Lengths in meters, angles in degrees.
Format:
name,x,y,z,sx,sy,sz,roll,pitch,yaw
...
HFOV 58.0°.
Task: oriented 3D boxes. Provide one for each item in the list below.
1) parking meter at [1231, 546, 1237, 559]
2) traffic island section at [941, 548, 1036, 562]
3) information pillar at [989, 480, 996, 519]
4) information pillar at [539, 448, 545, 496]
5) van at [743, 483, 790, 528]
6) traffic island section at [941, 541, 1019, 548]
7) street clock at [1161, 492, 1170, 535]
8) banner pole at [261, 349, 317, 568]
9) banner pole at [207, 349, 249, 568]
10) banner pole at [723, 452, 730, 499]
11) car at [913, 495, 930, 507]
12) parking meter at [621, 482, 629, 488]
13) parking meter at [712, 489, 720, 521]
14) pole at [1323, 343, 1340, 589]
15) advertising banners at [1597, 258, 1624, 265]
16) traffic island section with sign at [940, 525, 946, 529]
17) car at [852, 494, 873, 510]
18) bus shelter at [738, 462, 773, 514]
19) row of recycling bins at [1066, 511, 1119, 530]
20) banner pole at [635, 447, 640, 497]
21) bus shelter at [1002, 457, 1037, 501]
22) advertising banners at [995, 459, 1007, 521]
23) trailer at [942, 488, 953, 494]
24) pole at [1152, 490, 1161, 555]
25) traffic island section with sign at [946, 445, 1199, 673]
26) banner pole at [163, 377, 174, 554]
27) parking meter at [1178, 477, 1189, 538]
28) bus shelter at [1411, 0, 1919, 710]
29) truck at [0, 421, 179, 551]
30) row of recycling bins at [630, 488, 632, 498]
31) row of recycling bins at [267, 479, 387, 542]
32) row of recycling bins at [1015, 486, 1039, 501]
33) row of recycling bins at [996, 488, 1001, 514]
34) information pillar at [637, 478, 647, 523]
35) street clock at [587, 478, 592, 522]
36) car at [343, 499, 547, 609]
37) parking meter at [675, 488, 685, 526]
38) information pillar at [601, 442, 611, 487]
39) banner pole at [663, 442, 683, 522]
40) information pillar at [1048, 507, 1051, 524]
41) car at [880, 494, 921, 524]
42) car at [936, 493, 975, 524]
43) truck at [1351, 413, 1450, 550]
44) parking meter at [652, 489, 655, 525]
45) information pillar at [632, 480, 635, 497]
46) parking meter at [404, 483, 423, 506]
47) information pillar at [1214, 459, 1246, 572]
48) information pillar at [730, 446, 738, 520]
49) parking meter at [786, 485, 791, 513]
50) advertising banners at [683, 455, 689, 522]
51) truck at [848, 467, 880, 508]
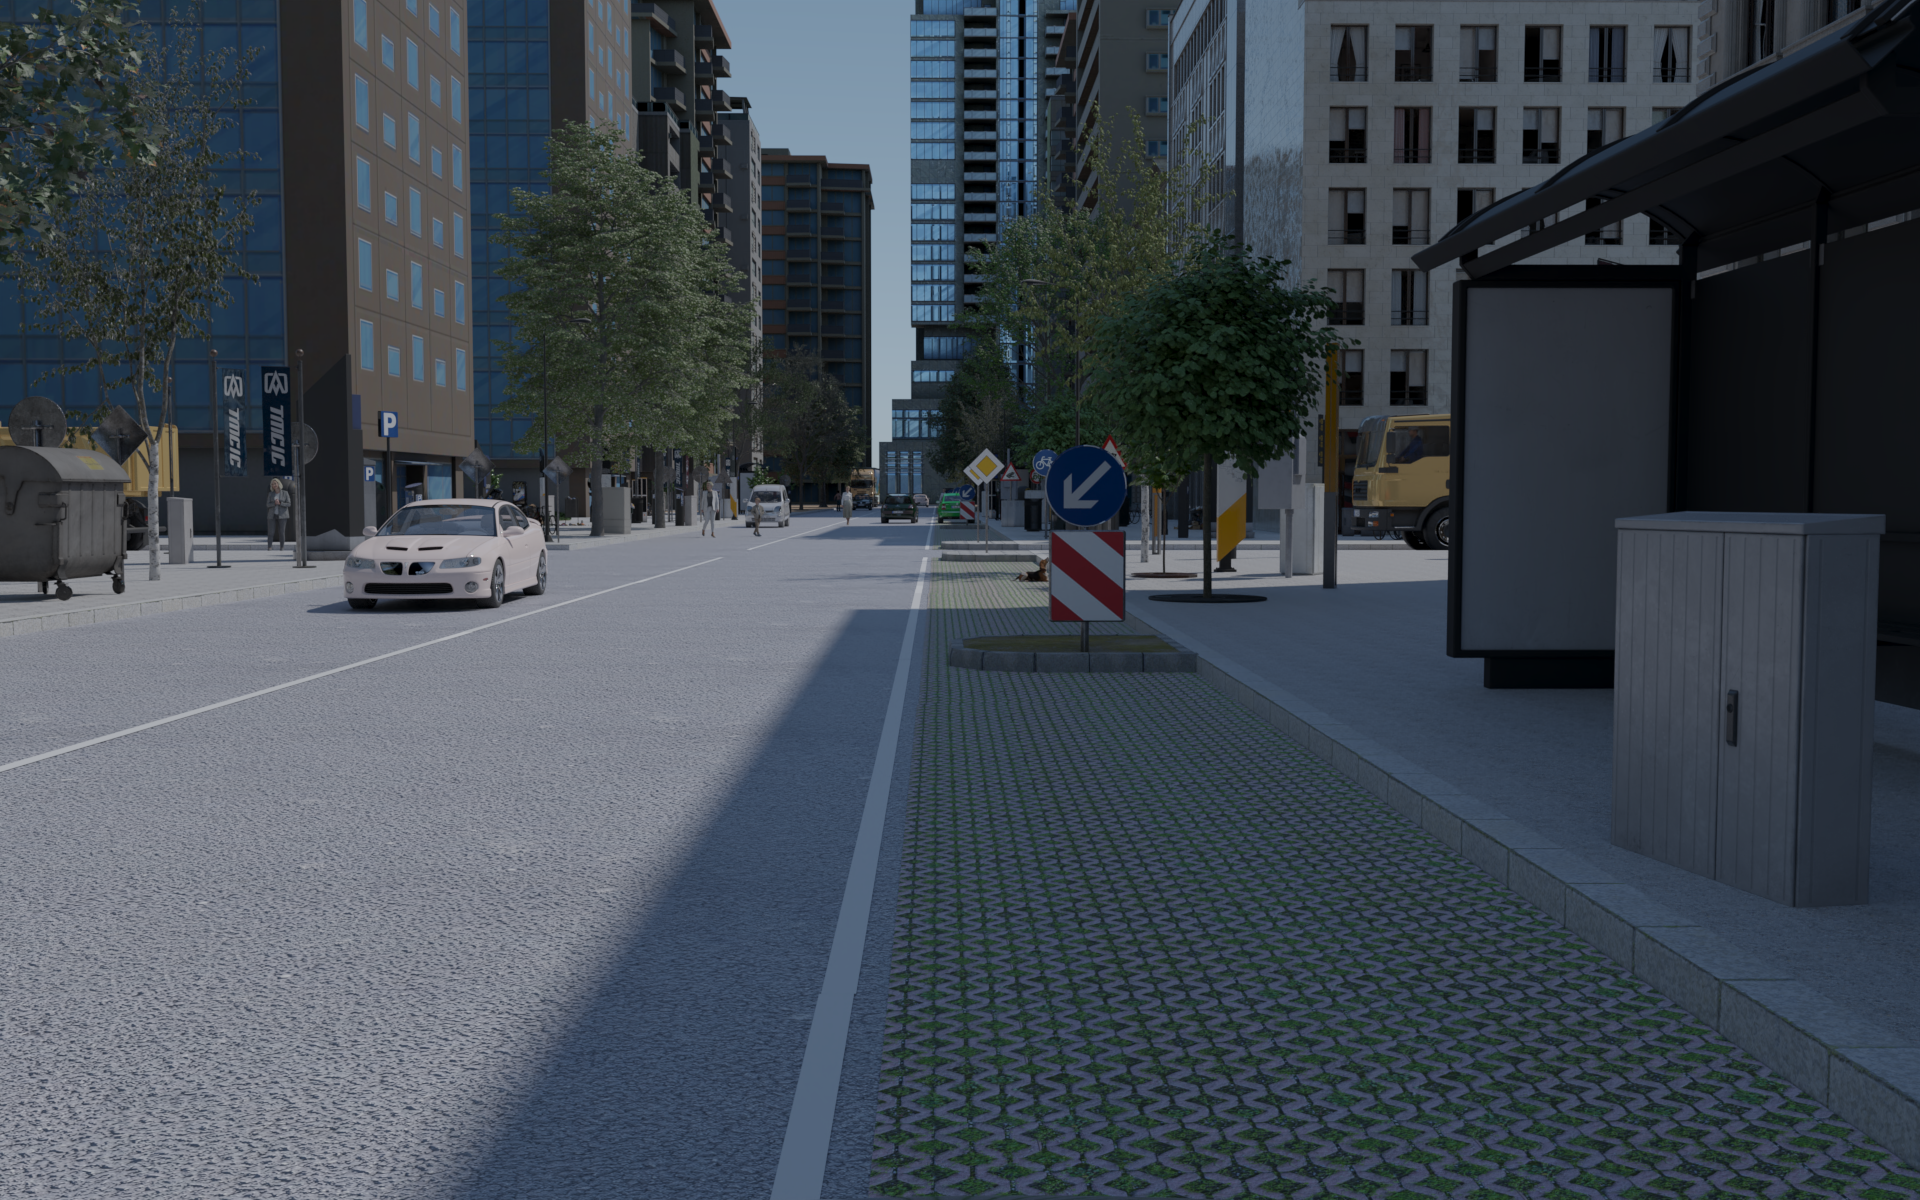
name,x,y,z,sx,sy,sz,roll,pitch,yaw
parking meter,5.291,-1.582,34.276,0.372,1.533,0.369,0,3,0
traffic island section,0.602,-0.946,37.752,2.009,0.180,2.903,0,4,-1
information pillar,1.688,-5.225,89.927,0.304,2.012,0.304,-2,4,-31
information pillar,-21.012,-5.855,87.083,0.183,3.616,0.504,-2,4,-32
van,-8.340,-4.165,75.108,2.013,2.044,4.112,0,4,-1
traffic island section,0.500,-1.435,45.737,2.009,0.180,2.903,0,4,-1
street clock,6.423,-3.044,54.342,0.358,2.002,0.471,0,4,-7
banner pole,-11.603,-2.439,29.897,0.863,3.779,0.401,-2,4,-28
banner pole,-12.810,-2.464,30.296,0.401,3.779,0.863,2,4,29
banner pole,-14.075,-6.996,104.407,0.401,3.779,0.863,2,4,35
car,-4.380,-10.894,190.474,2.083,1.381,4.827,0,4,-1
parking meter,-16.161,-4.751,83.393,0.399,1.863,0.255,0,4,-4
parking meter,-11.821,-4.618,83.918,0.372,1.533,0.369,0,3,0
pole,5.032,-1.811,23.460,0.158,3.312,0.155,0,3,0
advertising banners,4.383,-0.999,12.515,0.090,3.025,2.074,3,5,41
traffic island section with sign,0.177,-3.820,71.078,1.989,1.847,2.006,0,4,-1
car,-8.645,-8.748,152.821,2.009,1.686,4.222,0,4,-1
bus shelter,-13.400,-7.266,112.723,2.014,3.302,5.546,0,4,-1
row of recycling bins,3.574,-2.439,46.992,1.069,1.692,3.534,1,4,17
banner pole,-15.085,-5.566,81.022,0.401,3.779,0.863,-2,4,-29
bus shelter,3.149,-5.963,91.415,2.014,3.302,5.546,0,4,-1
advertising banners,2.020,-5.406,84.575,0.090,3.025,2.074,1,4,16
trailer,-1.168,-9.651,164.835,1.471,1.999,3.904,0,4,-2
pole,4.166,-2.616,36.622,0.158,3.312,0.155,0,3,0
traffic island section with sign,0.902,-0.374,14.747,1.989,1.847,2.006,0,4,-1
banner pole,-16.810,-2.869,36.921,0.401,3.779,0.863,-2,4,-25
parking meter,6.530,-2.746,50.603,0.255,1.863,0.399,1,4,19
bus shelter,4.045,-0.913,8.858,2.014,3.302,5.546,0,4,-1
truck,-24.002,-2.770,41.217,9.791,3.379,3.469,0,4,-1
row of recycling bins,-22.511,-6.438,112.375,3.534,1.692,1.069,-3,4,-37
row of recycling bins,-17.433,-2.482,47.691,1.069,1.692,3.534,2,4,34
row of recycling bins,4.476,-4.845,86.325,3.534,1.692,1.069,0,4,-7
row of recycling bins,2.922,-6.427,112.195,1.069,1.692,3.534,2,4,28
information pillar,-14.347,-4.510,78.235,0.304,2.012,0.304,3,5,43
street clock,-16.644,-4.515,78.395,0.358,2.002,0.471,-3,5,-42
car,-6.782,-0.664,23.223,2.083,1.381,4.827,0,4,-2
parking meter,-11.229,-3.728,69.371,0.372,1.533,0.369,0,3,0
information pillar,-15.020,-5.011,73.279,0.504,3.616,0.183,-2,4,-35
banner pole,-13.529,-5.649,82.371,0.863,3.779,0.401,2,4,28
information pillar,4.012,-5.055,73.996,0.183,3.616,0.504,3,5,42
car,-2.971,-4.634,85.555,2.009,1.686,4.222,0,4,1
car,-0.202,-4.662,85.016,1.959,1.807,4.718,0,4,-2
truck,13.747,-2.831,42.214,9.791,3.379,3.469,0,3,0
parking meter,-12.808,-3.950,73.000,0.372,1.533,0.369,0,3,0
information pillar,-16.705,-5.176,89.115,0.304,2.012,0.304,-1,4,-12
parking meter,-11.943,-1.804,37.898,0.372,1.533,0.369,0,3,0
information pillar,4.448,-2.267,28.428,0.504,3.616,0.183,-1,4,-8
information pillar,-11.165,-5.751,85.376,0.183,3.616,0.504,-3,4,-38
parking meter,-11.411,-6.681,114.945,0.255,1.863,0.399,3,5,44
advertising banners,-12.575,-5.055,78.830,0.090,3.025,2.074,-1,4,-21
truck,-10.108,-11.946,184.226,2.839,4.237,11.283,0,4,1
